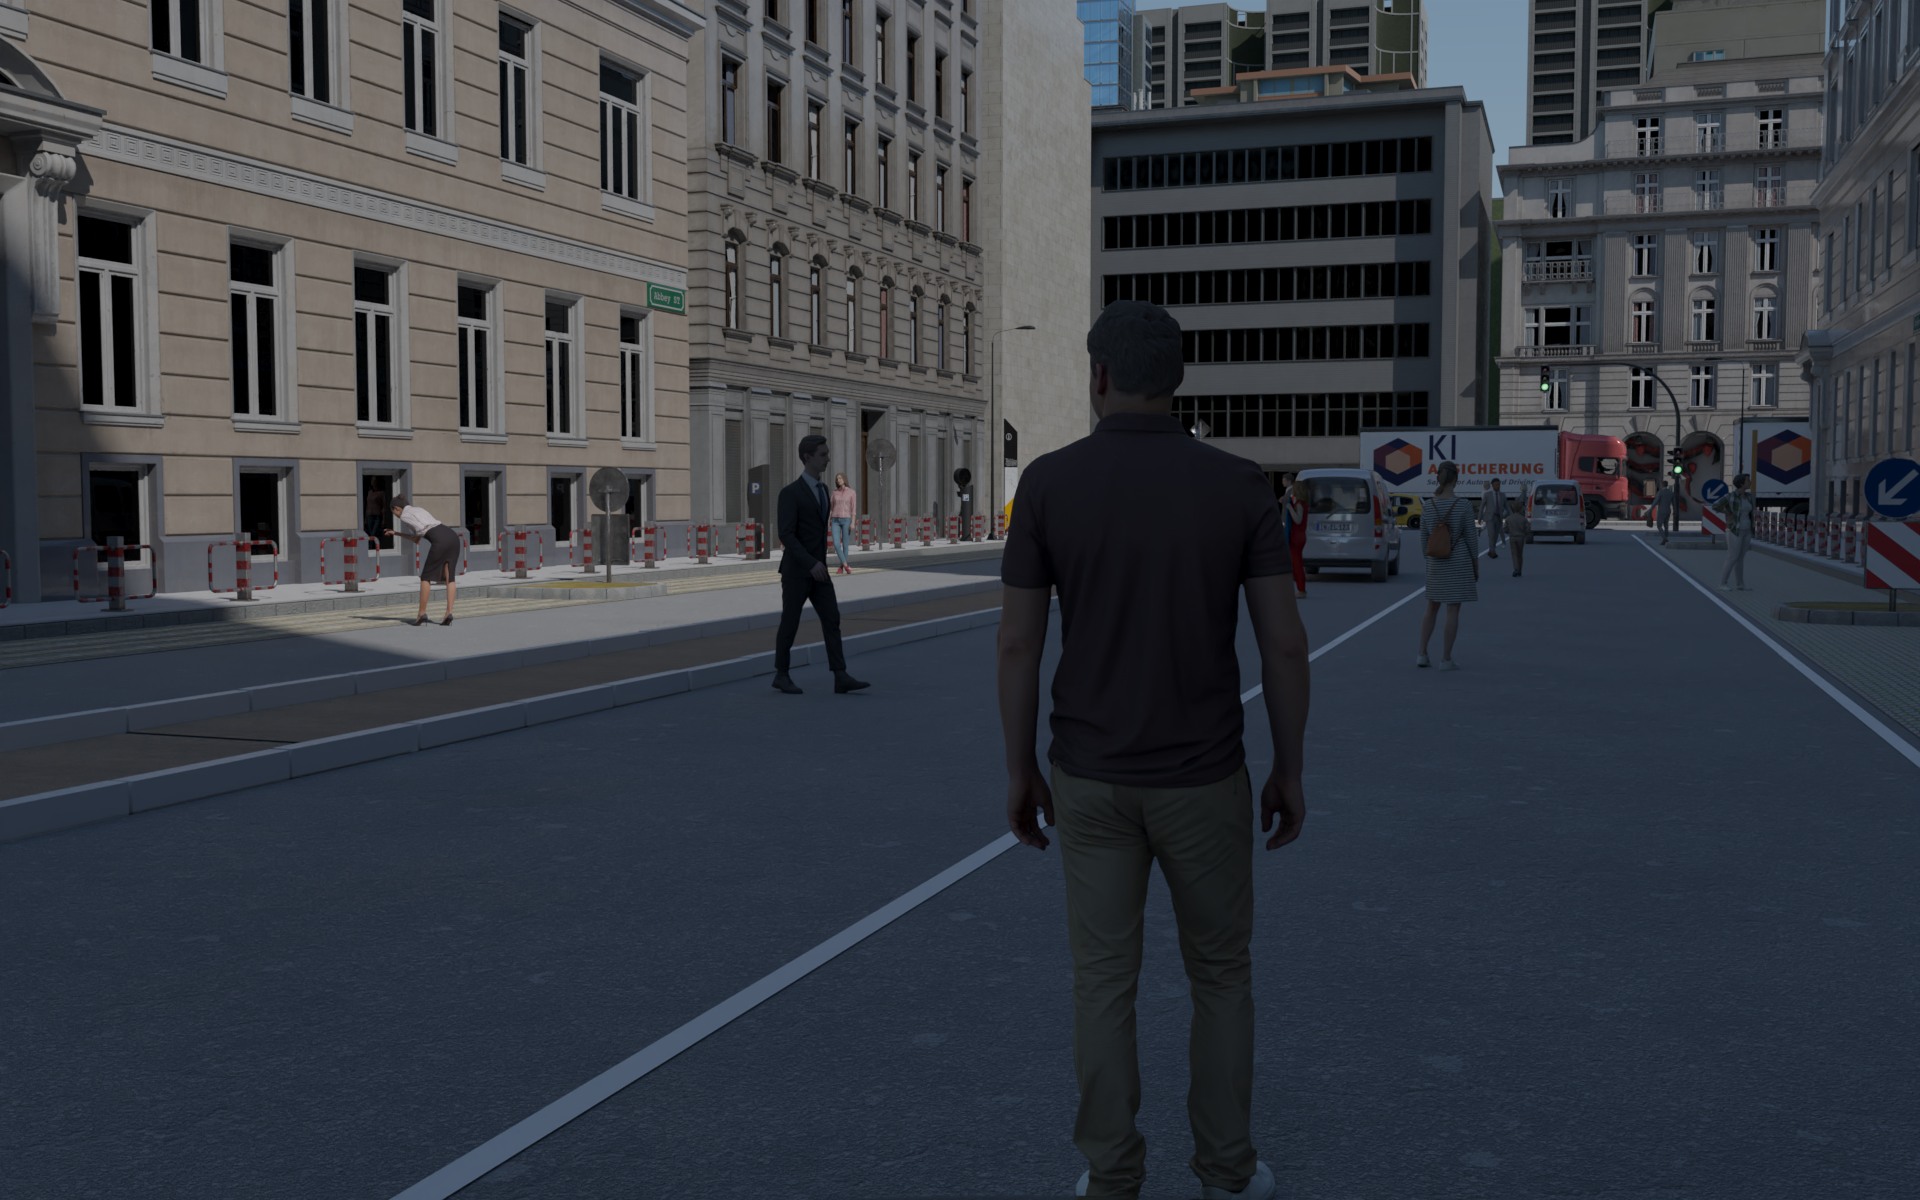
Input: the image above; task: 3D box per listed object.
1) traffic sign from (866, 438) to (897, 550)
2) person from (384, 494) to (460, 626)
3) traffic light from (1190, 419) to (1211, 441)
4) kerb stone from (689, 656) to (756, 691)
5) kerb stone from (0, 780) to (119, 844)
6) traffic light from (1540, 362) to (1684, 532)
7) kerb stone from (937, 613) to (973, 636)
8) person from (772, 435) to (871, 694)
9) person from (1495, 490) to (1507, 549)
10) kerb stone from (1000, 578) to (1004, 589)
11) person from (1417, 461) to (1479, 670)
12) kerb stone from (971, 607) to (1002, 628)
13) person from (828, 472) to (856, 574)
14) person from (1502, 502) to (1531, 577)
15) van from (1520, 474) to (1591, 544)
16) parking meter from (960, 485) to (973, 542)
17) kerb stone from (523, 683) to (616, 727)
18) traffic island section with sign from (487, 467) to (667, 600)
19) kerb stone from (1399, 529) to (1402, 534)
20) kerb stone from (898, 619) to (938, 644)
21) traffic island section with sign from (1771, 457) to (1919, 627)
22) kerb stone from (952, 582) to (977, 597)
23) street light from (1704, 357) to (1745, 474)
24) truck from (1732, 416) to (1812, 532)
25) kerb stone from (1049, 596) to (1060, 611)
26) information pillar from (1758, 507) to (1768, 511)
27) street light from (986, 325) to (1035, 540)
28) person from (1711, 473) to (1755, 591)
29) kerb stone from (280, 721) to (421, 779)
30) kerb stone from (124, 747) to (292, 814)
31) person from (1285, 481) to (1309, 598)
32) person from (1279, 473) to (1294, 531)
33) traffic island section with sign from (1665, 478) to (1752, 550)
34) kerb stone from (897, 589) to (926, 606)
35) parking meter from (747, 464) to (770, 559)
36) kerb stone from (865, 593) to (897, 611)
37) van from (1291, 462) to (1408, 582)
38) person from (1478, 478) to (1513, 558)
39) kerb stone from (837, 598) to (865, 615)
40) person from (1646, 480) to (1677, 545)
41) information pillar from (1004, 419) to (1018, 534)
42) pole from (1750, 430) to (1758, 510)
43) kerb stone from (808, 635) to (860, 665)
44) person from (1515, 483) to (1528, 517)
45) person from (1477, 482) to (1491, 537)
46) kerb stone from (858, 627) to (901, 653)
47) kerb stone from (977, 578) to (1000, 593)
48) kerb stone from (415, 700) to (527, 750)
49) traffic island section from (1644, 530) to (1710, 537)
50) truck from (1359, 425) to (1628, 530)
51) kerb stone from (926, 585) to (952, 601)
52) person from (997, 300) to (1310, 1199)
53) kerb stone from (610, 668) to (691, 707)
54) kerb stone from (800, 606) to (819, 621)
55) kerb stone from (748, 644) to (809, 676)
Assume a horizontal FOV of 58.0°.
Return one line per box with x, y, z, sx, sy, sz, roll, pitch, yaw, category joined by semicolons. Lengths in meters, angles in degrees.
-1.825;-2.421;39.686;0.768;2.556;0.104;1;4;21;traffic sign
-5.847;-0.437;18.833;0.799;1.438;0.628;-1;4;-16;person
8.979;-4.636;64.719;0.839;4.253;0.868;1;4;20;traffic light
-1.844;0.561;13.095;0.120;0.150;1.000;1;4;20;kerb stone
-3.930;0.913;7.270;0.120;0.150;1.000;1;4;20;kerb stone
22.486;-5.205;59.770;4.771;5.953;1.251;1;4;20;traffic light
-0.118;0.261;17.933;0.120;0.150;1.000;1;4;20;kerb stone
-1.019;-0.252;12.394;0.755;1.850;0.659;2;4;30;person
14.136;-2.161;45.651;0.589;1.601;0.330;3;5;43;person
0.682;-0.255;26.367;0.120;0.150;1.000;1;4;20;kerb stone
3.966;-0.283;14.133;0.512;1.701;0.522;2;4;29;person
0.233;0.202;18.900;0.120;0.150;1.000;1;4;20;kerb stone
-2.131;-1.370;30.914;0.555;1.821;0.388;0;4;4;person
9.652;-1.057;30.059;0.475;1.303;0.640;1;4;10;person
17.459;-2.680;50.837;2.013;2.044;4.112;1;4;18;van
0.177;-2.358;46.964;0.372;1.533;0.369;0;3;0;parking meter
-2.547;0.676;11.146;0.120;0.150;1.000;1;4;20;kerb stone
-5.221;-0.958;24.294;1.989;1.847;2.006;1;4;20;traffic island section with sign
15.827;-2.460;62.462;0.120;0.150;1.000;1;4;20;kerb stone
-0.468;0.320;16.967;0.120;0.150;1.000;1;4;20;kerb stone
10.304;-0.667;19.532;1.989;1.847;2.006;1;4;20;traffic island section with sign
-0.022;-0.137;24.430;0.120;0.150;1.000;1;4;20;kerb stone
25.894;-5.269;58.690;1.470;5.913;1.316;1;4;20;street light
34.064;-4.497;62.436;11.283;4.237;2.839;1;4;19;truck
1.275;0.028;21.799;0.120;0.150;1.000;1;4;20;kerb stone
36.377;-4.520;78.396;0.304;2.012;0.304;-2;4;-27;information pillar
1.408;-4.613;47.955;1.470;5.913;1.316;1;4;20;street light
11.494;-1.003;25.618;0.841;1.734;0.376;-2;4;-24;person
-3.247;0.795;9.202;0.120;0.150;1.000;1;4;20;kerb stone
-3.588;0.856;8.236;0.120;0.150;1.000;1;4;20;kerb stone
4.608;-0.830;23.782;0.444;1.614;0.593;3;5;43;person
6.451;-1.542;33.682;0.822;1.834;0.622;0;4;1;person
19.397;-2.219;44.913;1.989;1.847;2.006;1;4;20;traffic island section with sign
-0.712;-0.019;22.501;0.120;0.150;1.000;1;4;20;kerb stone
-3.959;-1.735;34.083;0.399;1.863;0.255;2;4;27;parking meter
-1.061;0.040;21.537;0.120;0.150;1.000;1;4;20;kerb stone
6.590;-1.384;29.634;2.013;2.044;4.112;1;4;18;van
11.926;-1.827;38.638;0.678;1.792;0.850;0;4;-5;person
-1.412;0.099;20.573;0.120;0.150;1.000;1;4;20;kerb stone
19.684;-2.439;48.501;0.709;1.813;0.853;-1;4;-14;person
1.561;-3.823;53.854;0.504;3.616;0.183;-2;4;-33;information pillar
25.232;-3.745;55.070;0.158;3.312;0.155;0;3;0;pole
-1.146;0.438;15.033;0.120;0.150;1.000;1;4;20;kerb stone
19.076;-3.072;58.904;0.526;1.800;0.537;2;4;29;person
17.212;-2.958;56.747;0.818;1.842;0.514;-2;4;-26;person
-0.805;0.381;15.999;0.120;0.150;1.000;1;4;20;kerb stone
0.330;-0.196;25.405;0.120;0.150;1.000;1;4;20;kerb stone
-2.897;0.736;10.177;0.120;0.150;1.000;1;4;20;kerb stone
24.520;-2.264;59.304;2.009;0.180;2.903;1;4;20;traffic island section
22.423;-5.079;71.962;11.283;4.237;2.839;1;4;18;truck
-0.365;-0.078;23.465;0.120;0.150;1.000;1;4;20;kerb stone
0.386;0.319;3.418;0.598;1.807;0.434;1;4;14;person
-2.198;0.616;12.127;0.120;0.150;1.000;1;4;20;kerb stone
-1.748;0.158;19.605;0.120;0.150;1.000;1;4;20;kerb stone
-1.509;0.497;14.074;0.120;0.150;1.000;1;4;20;kerb stone
